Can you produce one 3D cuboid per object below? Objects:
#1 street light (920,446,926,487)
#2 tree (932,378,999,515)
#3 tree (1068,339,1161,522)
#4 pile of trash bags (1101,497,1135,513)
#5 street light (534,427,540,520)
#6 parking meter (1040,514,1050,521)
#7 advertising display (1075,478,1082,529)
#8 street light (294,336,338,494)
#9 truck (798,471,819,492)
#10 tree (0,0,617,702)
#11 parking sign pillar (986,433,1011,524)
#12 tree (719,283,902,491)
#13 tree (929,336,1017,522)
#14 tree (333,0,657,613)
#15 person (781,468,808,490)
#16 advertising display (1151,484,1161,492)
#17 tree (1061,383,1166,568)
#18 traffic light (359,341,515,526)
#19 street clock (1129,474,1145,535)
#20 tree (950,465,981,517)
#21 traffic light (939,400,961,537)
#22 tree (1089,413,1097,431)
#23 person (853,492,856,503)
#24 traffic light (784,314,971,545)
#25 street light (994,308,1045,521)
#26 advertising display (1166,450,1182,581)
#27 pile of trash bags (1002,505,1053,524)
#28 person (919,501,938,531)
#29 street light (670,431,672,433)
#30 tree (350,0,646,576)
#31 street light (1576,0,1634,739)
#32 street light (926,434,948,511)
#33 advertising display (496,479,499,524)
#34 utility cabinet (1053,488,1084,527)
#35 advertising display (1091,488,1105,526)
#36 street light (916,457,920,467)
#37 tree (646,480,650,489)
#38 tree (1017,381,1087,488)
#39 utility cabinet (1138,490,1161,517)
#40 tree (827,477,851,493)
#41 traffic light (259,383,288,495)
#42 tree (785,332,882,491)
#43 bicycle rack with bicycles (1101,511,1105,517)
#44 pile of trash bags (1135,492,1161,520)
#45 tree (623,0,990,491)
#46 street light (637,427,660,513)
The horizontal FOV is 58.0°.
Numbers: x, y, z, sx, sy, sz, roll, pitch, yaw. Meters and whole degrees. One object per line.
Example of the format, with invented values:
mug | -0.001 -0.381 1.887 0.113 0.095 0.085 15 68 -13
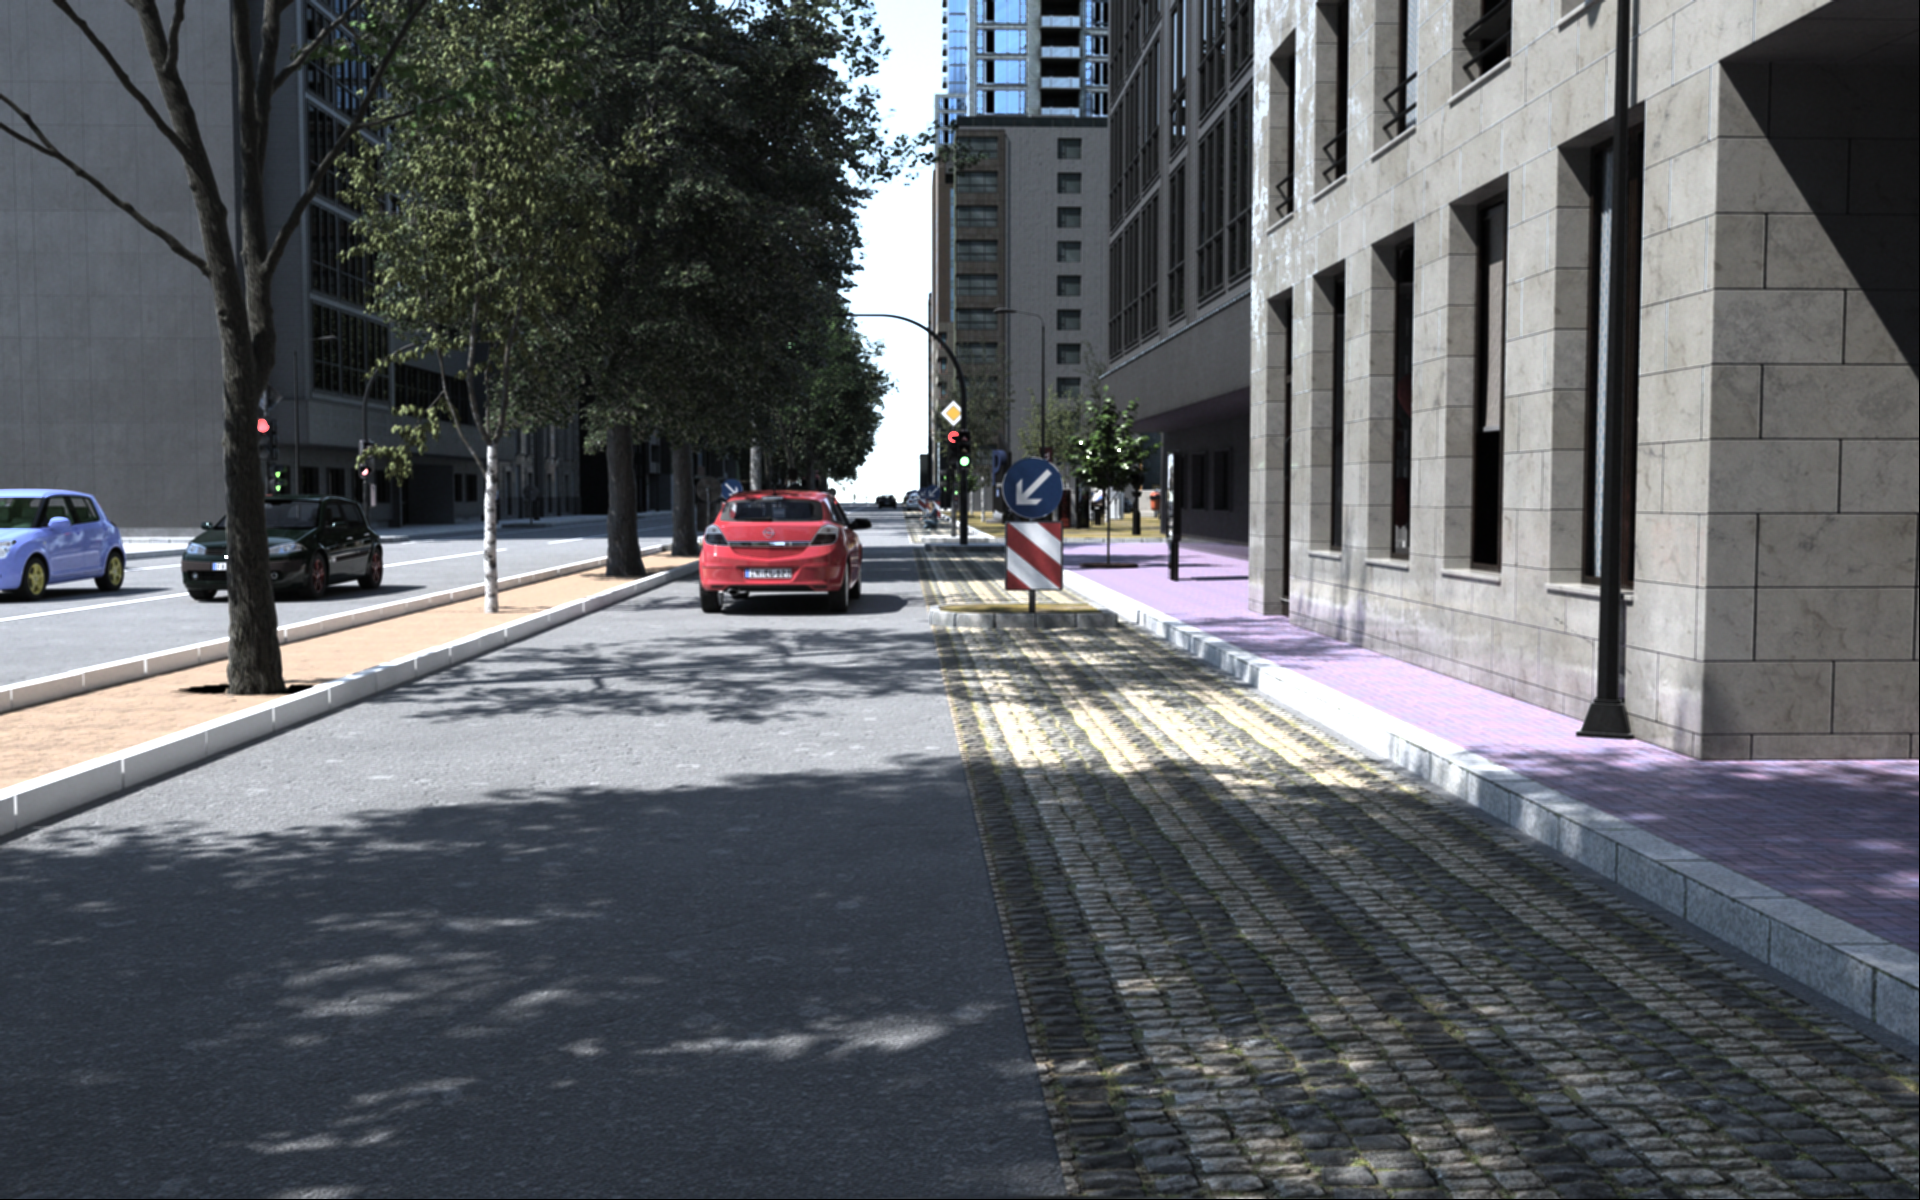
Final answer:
street light | -2.898 -12.012 168.932 1.470 5.913 1.316 0 4 -2
tree | 0.496 -9.620 107.651 4.737 8.622 4.395 0 3 0
tree | 6.758 -7.833 78.436 4.360 8.622 3.978 0 3 0
pile of trash bags | 9.638 -6.513 116.236 3.447 1.369 1.912 -1 4 -10
street light | -20.263 -6.876 84.968 1.470 5.913 1.316 0 4 -2
parking meter | 2.747 -3.072 55.938 0.255 1.863 0.399 0 4 -5
advertising display | 4.393 -3.594 63.982 0.123 1.923 0.974 1 4 12
street light | -18.998 -4.804 51.083 1.470 5.913 1.316 0 4 -2
truck | -14.786 -11.400 175.308 2.839 4.237 11.283 0 4 -3
tree | -5.177 -5.138 12.226 9.928 11.665 9.643 0 3 0
parking sign pillar | 1.844 -5.350 75.946 1.447 3.967 1.447 -1 4 -18
tree | -7.803 -10.404 89.563 9.611 12.733 9.660 0 3 0
tree | 0.859 -7.915 79.773 4.360 8.622 3.978 0 3 0
tree | -5.664 -4.154 20.738 4.737 8.622 4.395 0 3 0
person | -2.998 -1.434 31.308 0.474 1.900 0.648 2 4 28
advertising display | 12.623 -6.476 111.092 0.123 1.923 0.974 -2 4 -32
tree | 2.565 -2.194 30.476 1.663 3.219 1.824 0 3 0
traffic light | -15.474 -4.690 51.351 4.771 5.953 1.251 0 4 -2
street clock | 5.550 -3.049 54.428 0.358 2.002 0.471 -3 5 -39
tree | 0.116 -6.417 99.525 1.663 3.219 1.824 0 3 0
traffic light | -0.212 -3.850 51.870 0.839 4.253 0.868 0 4 -2
tree | 7.670 -10.395 120.328 4.737 8.622 4.395 0 3 0
person | -16.451 -16.068 271.740 0.617 1.759 0.750 -3 5 -40
traffic light | -2.017 -4.221 43.675 4.771 5.953 1.251 0 4 -2
street light | 1.542 -4.340 43.494 1.470 5.913 1.316 0 4 -2
advertising display | 3.193 -1.264 25.888 0.123 1.923 0.974 0 4 1
pile of trash bags | 3.536 -3.901 73.539 3.447 1.369 1.912 0 4 -6
person | -1.202 -3.276 67.564 0.738 1.151 1.012 0 4 -4
street light | -21.760 -9.483 127.590 1.470 5.913 1.316 0 4 -2
tree | -5.847 -7.382 29.808 9.857 13.997 8.962 0 3 0
street light | 2.907 -2.232 9.037 1.470 5.913 1.316 0 4 -2
street light | -1.678 -9.907 134.519 1.470 5.913 1.316 0 4 -2
advertising display | -19.798 -4.190 73.716 0.123 1.923 0.974 0 4 -1
utility cabinet | 4.113 -3.494 65.799 1.173 1.500 0.318 0 4 2
advertising display | 5.656 -4.025 71.021 0.123 1.923 0.974 -2 4 -26
street light | -4.095 -14.107 203.190 1.470 5.913 1.316 0 4 -2
tree | -23.298 -7.947 124.537 1.663 3.219 1.824 0 3 0
tree | 5.484 -10.012 114.052 4.737 8.622 4.395 0 3 0
utility cabinet | 10.242 -5.237 94.311 0.318 1.500 1.173 -3 5 -41
tree | -9.507 -10.539 125.128 4.360 8.622 3.978 0 3 0
traffic light | -17.279 -3.324 43.262 0.839 4.253 0.868 0 4 -2
tree | -8.294 -10.863 98.188 7.486 12.596 7.792 0 3 0
bicycle rack with bicycles | 7.032 -4.986 94.900 2.852 0.926 2.925 -2 4 -35
pile of trash bags | 10.934 -4.810 88.389 3.447 1.369 1.912 -3 5 -42
tree | -5.721 -12.197 57.767 12.611 20.169 13.585 0 3 0
street light | -21.468 -8.949 118.855 1.470 5.913 1.316 0 4 -2
